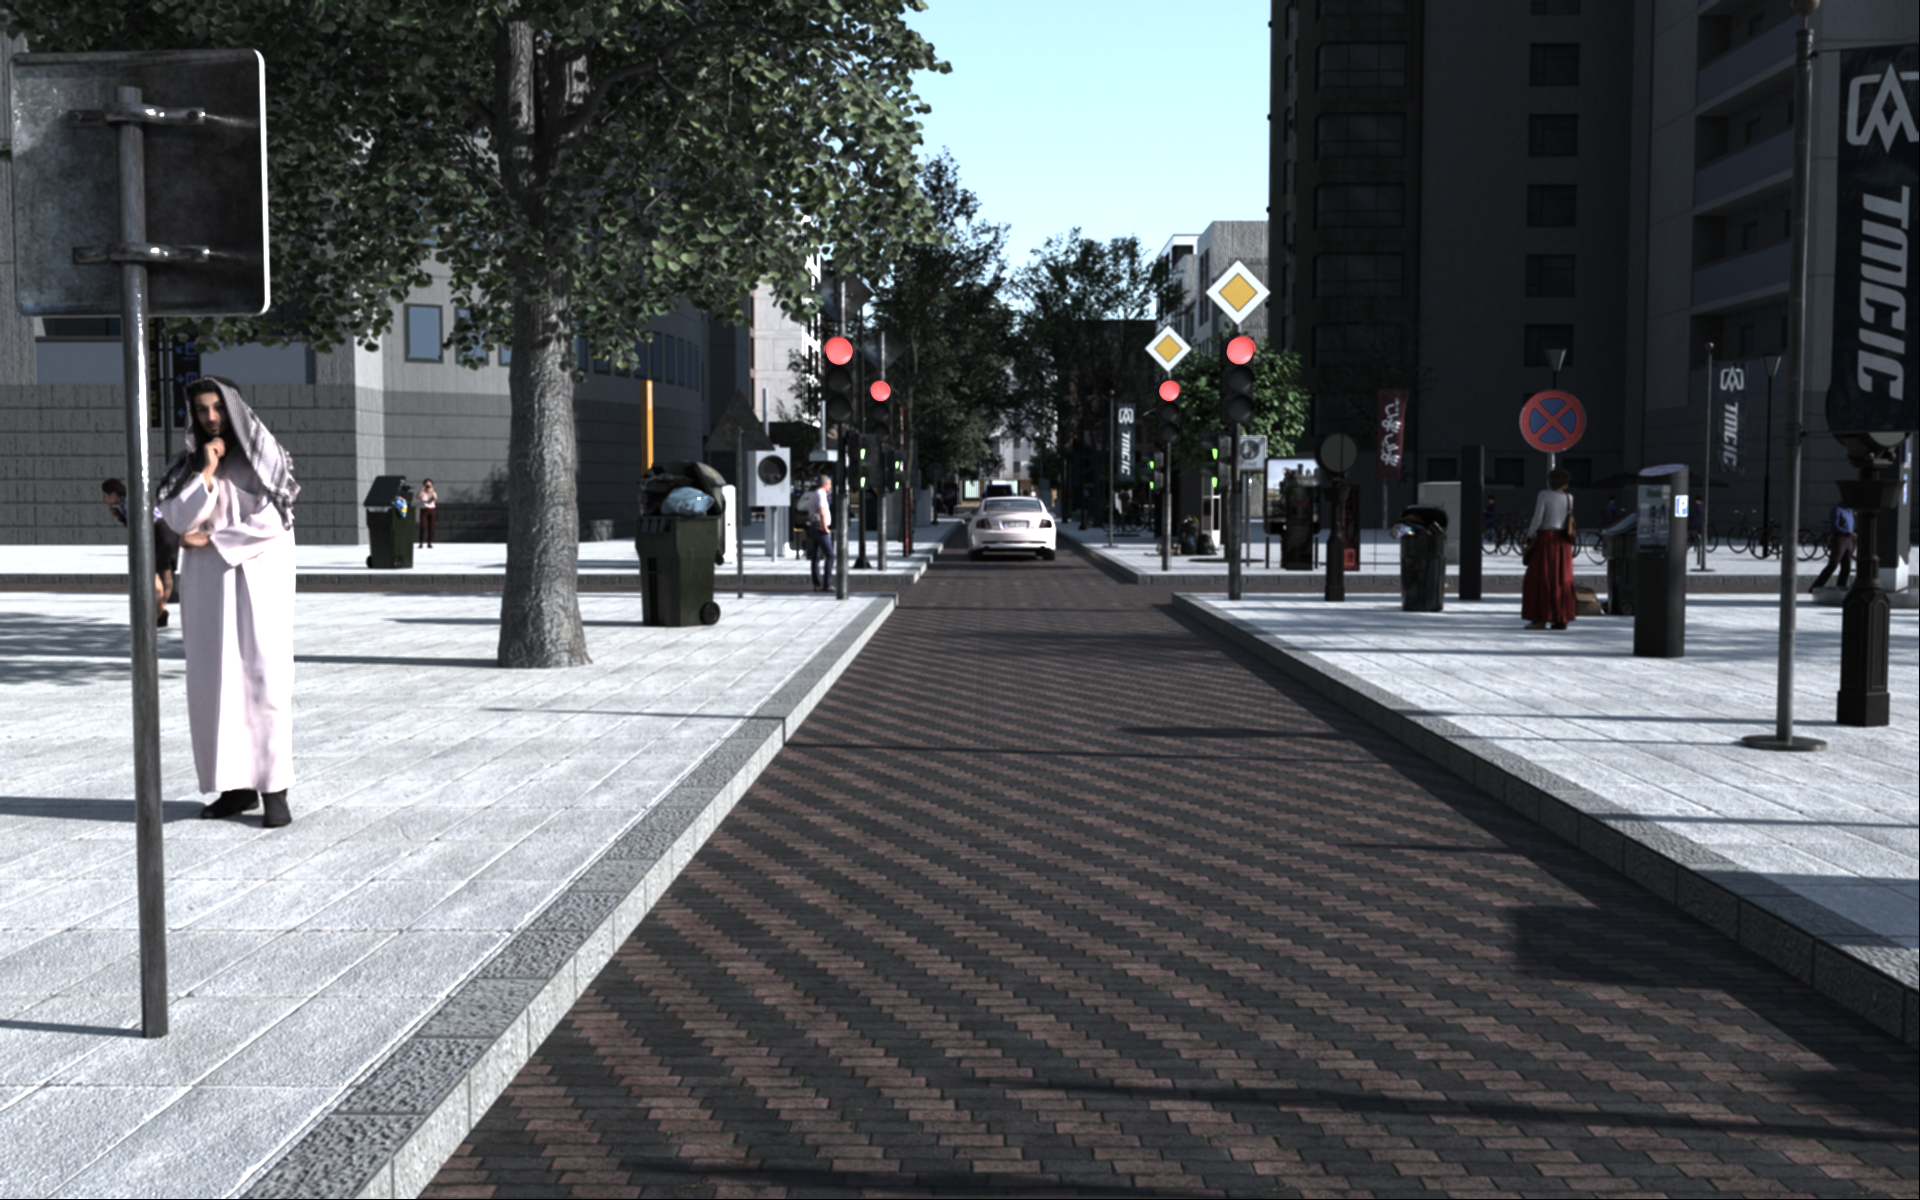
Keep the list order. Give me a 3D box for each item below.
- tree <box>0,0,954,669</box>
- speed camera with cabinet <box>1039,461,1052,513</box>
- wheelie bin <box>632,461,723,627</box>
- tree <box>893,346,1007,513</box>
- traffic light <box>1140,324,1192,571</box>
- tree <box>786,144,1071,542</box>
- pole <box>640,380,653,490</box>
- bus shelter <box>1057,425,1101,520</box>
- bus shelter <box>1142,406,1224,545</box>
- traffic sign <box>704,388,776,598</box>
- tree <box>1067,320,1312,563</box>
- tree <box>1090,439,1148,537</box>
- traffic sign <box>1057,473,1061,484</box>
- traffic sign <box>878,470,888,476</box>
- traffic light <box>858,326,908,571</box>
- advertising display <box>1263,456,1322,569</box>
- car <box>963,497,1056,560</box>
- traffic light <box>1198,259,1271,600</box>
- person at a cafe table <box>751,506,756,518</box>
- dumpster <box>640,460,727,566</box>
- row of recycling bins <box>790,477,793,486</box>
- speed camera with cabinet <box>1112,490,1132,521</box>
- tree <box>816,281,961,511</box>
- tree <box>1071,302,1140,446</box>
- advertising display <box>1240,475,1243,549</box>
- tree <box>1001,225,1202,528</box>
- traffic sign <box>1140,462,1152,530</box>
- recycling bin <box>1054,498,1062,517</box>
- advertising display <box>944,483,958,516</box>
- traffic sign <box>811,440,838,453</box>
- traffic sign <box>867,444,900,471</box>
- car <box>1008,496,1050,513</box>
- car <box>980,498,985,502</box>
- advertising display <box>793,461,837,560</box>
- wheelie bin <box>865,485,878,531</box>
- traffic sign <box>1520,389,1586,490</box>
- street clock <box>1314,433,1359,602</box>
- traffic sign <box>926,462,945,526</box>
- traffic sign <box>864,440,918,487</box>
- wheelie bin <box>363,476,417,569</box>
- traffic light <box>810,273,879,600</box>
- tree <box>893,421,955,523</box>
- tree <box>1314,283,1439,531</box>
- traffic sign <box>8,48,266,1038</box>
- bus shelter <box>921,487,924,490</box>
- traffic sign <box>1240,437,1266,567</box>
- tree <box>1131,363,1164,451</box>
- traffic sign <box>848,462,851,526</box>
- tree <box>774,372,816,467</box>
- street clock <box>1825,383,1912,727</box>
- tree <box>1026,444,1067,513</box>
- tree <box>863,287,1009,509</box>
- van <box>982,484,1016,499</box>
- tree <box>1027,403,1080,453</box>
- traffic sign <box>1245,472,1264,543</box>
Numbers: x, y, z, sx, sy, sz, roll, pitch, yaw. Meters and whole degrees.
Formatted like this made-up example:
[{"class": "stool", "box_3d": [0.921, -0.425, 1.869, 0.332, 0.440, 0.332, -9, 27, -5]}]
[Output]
[{"class": "tree", "box_3d": [-3.251, -6.485, 12.678, 9.857, 13.997, 8.962, 0, 3, 0]}, {"class": "speed camera with cabinet", "box_3d": [5.056, -6.608, 102.372, 0.660, 3.252, 2.038, 0, 4, -3]}, {"class": "wheelie bin", "box_3d": [-2.757, -0.551, 16.909, 0.980, 1.594, 0.693, 3, 4, 38]}, {"class": "tree", "box_3d": [-1.533, -12.389, 119.570, 9.611, 12.733, 9.660, 0, 3, 0]}, {"class": "traffic light", "box_3d": [3.433, -2.443, 28.861, 0.839, 4.253, 0.868, 0, 4, 1]}, {"class": "tree", "box_3d": [-1.178, -6.820, 45.916, 7.601, 10.594, 8.767, 0, 4, 0]}, {"class": "pole", "box_3d": [-5.628, -2.283, 31.164, 0.158, 3.312, 0.155, 0, 3, 0]}, {"class": "bus shelter", "box_3d": [6.247, -6.938, 91.073, 2.179, 5.291, 8.768, 0, 4, 1]}, {"class": "bus shelter", "box_3d": [6.074, -3.405, 46.951, 1.731, 3.624, 6.357, 0, 4, 1]}, {"class": "traffic sign", "box_3d": [-2.712, -1.303, 21.315, 0.884, 2.594, 0.081, 0, 4, 2]}, {"class": "tree", "box_3d": [5.153, -3.014, 32.985, 4.285, 4.588, 4.351, 0, 3, 0]}, {"class": "tree", "box_3d": [5.011, -3.542, 52.517, 1.663, 3.219, 1.824, 0, 3, 0]}, {"class": "traffic sign", "box_3d": [5.890, -5.996, 98.143, 0.768, 2.556, 0.104, 0, 4, 2]}, {"class": "traffic sign", "box_3d": [-2.310, -3.150, 51.511, 0.884, 2.594, 0.081, 1, 4, 9]}, {"class": "traffic light", "box_3d": [-1.288, -2.446, 28.918, 0.839, 4.253, 0.868, 0, 4, 1]}, {"class": "advertising display", "box_3d": [5.702, -1.499, 29.724, 0.974, 1.923, 0.123, 0, 4, -2]}, {"class": "car", "box_3d": [1.125, -1.615, 38.767, 2.083, 1.381, 4.827, 0, 4, -1]}, {"class": "traffic light", "box_3d": [3.308, -1.954, 20.876, 0.839, 4.253, 0.868, 0, 4, 1]}, {"class": "person at a cafe table", "box_3d": [-11.497, -5.065, 91.330, 1.622, 1.524, 1.698, -3, 5, -39]}, {"class": "dumpster", "box_3d": [-4.835, -1.503, 30.326, 1.264, 1.857, 1.865, 0, 4, 1]}, {"class": "row of recycling bins", "box_3d": [-4.137, -2.173, 42.634, 1.069, 1.692, 3.534, 0, 4, -4]}, {"class": "speed camera with cabinet", "box_3d": [7.713, -5.424, 83.019, 0.660, 3.252, 2.038, -1, 4, -9]}, {"class": "tree", "box_3d": [-2.155, -6.633, 58.806, 4.737, 8.622, 4.395, 0, 3, 0]}, {"class": "tree", "box_3d": [4.262, -8.637, 75.628, 7.601, 10.594, 8.767, 0, 4, -1]}, {"class": "advertising display", "box_3d": [6.532, -2.156, 40.461, 0.123, 1.923, 0.974, 1, 4, 10]}, {"class": "tree", "box_3d": [5.338, -8.590, 66.198, 9.928, 11.665, 9.643, 0, 3, 0]}, {"class": "traffic sign", "box_3d": [6.563, -3.651, 59.798, 0.768, 2.556, 0.104, 0, 4, 2]}, {"class": "recycling bin", "box_3d": [5.871, -5.287, 98.997, 0.722, 1.027, 0.722, 2, 4, 33]}, {"class": "advertising display", "box_3d": [-0.552, -6.011, 103.498, 0.974, 1.923, 0.123, 3, 5, 40]}, {"class": "traffic sign", "box_3d": [-3.118, -2.469, 40.475, 0.768, 2.556, 0.104, 1, 4, 10]}, {"class": "traffic sign", "box_3d": [-1.761, -2.393, 39.124, 0.884, 2.594, 0.081, 0, 4, 5]}, {"class": "car", "box_3d": [2.000, -2.764, 57.557, 2.083, 1.381, 4.827, 0, 4, -1]}, {"class": "car", "box_3d": [2.527, -7.430, 134.057, 1.945, 1.354, 3.894, 0, 4, 2]}, {"class": "advertising display", "box_3d": [-2.819, -1.741, 33.682, 0.974, 1.923, 0.123, 2, 4, 32]}, {"class": "wheelie bin", "box_3d": [-3.163, -3.231, 60.731, 0.693, 1.594, 0.980, 0, 4, -6]}, {"class": "traffic sign", "box_3d": [7.196, -1.285, 21.111, 0.768, 2.556, 0.104, 1, 4, 8]}, {"class": "street clock", "box_3d": [4.474, -0.982, 20.626, 0.471, 2.002, 0.358, 0, 4, -5]}, {"class": "traffic sign", "box_3d": [-0.993, -4.250, 69.599, 0.768, 2.556, 0.104, 0, 4, 8]}, {"class": "traffic sign", "box_3d": [-2.697, -4.336, 64.772, 2.265, 3.308, 0.079, 0, 4, 2]}, {"class": "wheelie bin", "box_3d": [-9.810, -1.340, 29.825, 0.980, 1.594, 0.693, 2, 4, 24]}, {"class": "traffic light", "box_3d": [-1.413, -1.958, 20.934, 0.839, 4.253, 0.868, 0, 4, 1]}, {"class": "tree", "box_3d": [-1.800, -5.657, 76.200, 4.285, 4.588, 4.351, 0, 3, 0]}, {"class": "tree", "box_3d": [14.537, -6.681, 59.590, 4.360, 8.622, 3.978, 0, 3, 0]}, {"class": "traffic sign", "box_3d": [-1.906, -0.117, 4.039, 0.606, 2.300, 0.079, 0, 4, 5]}, {"class": "bus shelter", "box_3d": [-2.395, -7.507, 100.373, 2.179, 5.291, 8.768, 0, 4, 1]}, {"class": "traffic sign", "box_3d": [5.090, -1.738, 30.546, 0.606, 2.300, 0.079, 1, 4, 10]}, {"class": "tree", "box_3d": [10.779, -8.550, 90.147, 4.737, 8.622, 4.395, 0, 3, 0]}, {"class": "traffic sign", "box_3d": [-4.401, -4.205, 68.856, 0.768, 2.556, 0.104, 0, 4, 8]}, {"class": "tree", "box_3d": [-8.839, -9.270, 101.925, 4.737, 8.622, 4.395, 0, 3, 0]}, {"class": "street clock", "box_3d": [5.023, -0.306, 9.578, 0.471, 2.002, 0.358, -2, 4, -24]}, {"class": "tree", "box_3d": [6.023, -8.253, 118.647, 4.285, 4.588, 4.351, 0, 3, 0]}, {"class": "tree", "box_3d": [-2.042, -17.794, 146.814, 12.611, 20.169, 13.585, 0, 3, 0]}, {"class": "van", "box_3d": [2.521, -6.572, 111.831, 2.240, 2.365, 5.245, 0, 4, 2]}, {"class": "tree", "box_3d": [6.818, -10.828, 127.397, 4.737, 8.622, 4.395, 0, 3, 0]}, {"class": "traffic sign", "box_3d": [7.558, -2.791, 45.642, 0.884, 2.594, 0.081, 0, 4, 3]}]
